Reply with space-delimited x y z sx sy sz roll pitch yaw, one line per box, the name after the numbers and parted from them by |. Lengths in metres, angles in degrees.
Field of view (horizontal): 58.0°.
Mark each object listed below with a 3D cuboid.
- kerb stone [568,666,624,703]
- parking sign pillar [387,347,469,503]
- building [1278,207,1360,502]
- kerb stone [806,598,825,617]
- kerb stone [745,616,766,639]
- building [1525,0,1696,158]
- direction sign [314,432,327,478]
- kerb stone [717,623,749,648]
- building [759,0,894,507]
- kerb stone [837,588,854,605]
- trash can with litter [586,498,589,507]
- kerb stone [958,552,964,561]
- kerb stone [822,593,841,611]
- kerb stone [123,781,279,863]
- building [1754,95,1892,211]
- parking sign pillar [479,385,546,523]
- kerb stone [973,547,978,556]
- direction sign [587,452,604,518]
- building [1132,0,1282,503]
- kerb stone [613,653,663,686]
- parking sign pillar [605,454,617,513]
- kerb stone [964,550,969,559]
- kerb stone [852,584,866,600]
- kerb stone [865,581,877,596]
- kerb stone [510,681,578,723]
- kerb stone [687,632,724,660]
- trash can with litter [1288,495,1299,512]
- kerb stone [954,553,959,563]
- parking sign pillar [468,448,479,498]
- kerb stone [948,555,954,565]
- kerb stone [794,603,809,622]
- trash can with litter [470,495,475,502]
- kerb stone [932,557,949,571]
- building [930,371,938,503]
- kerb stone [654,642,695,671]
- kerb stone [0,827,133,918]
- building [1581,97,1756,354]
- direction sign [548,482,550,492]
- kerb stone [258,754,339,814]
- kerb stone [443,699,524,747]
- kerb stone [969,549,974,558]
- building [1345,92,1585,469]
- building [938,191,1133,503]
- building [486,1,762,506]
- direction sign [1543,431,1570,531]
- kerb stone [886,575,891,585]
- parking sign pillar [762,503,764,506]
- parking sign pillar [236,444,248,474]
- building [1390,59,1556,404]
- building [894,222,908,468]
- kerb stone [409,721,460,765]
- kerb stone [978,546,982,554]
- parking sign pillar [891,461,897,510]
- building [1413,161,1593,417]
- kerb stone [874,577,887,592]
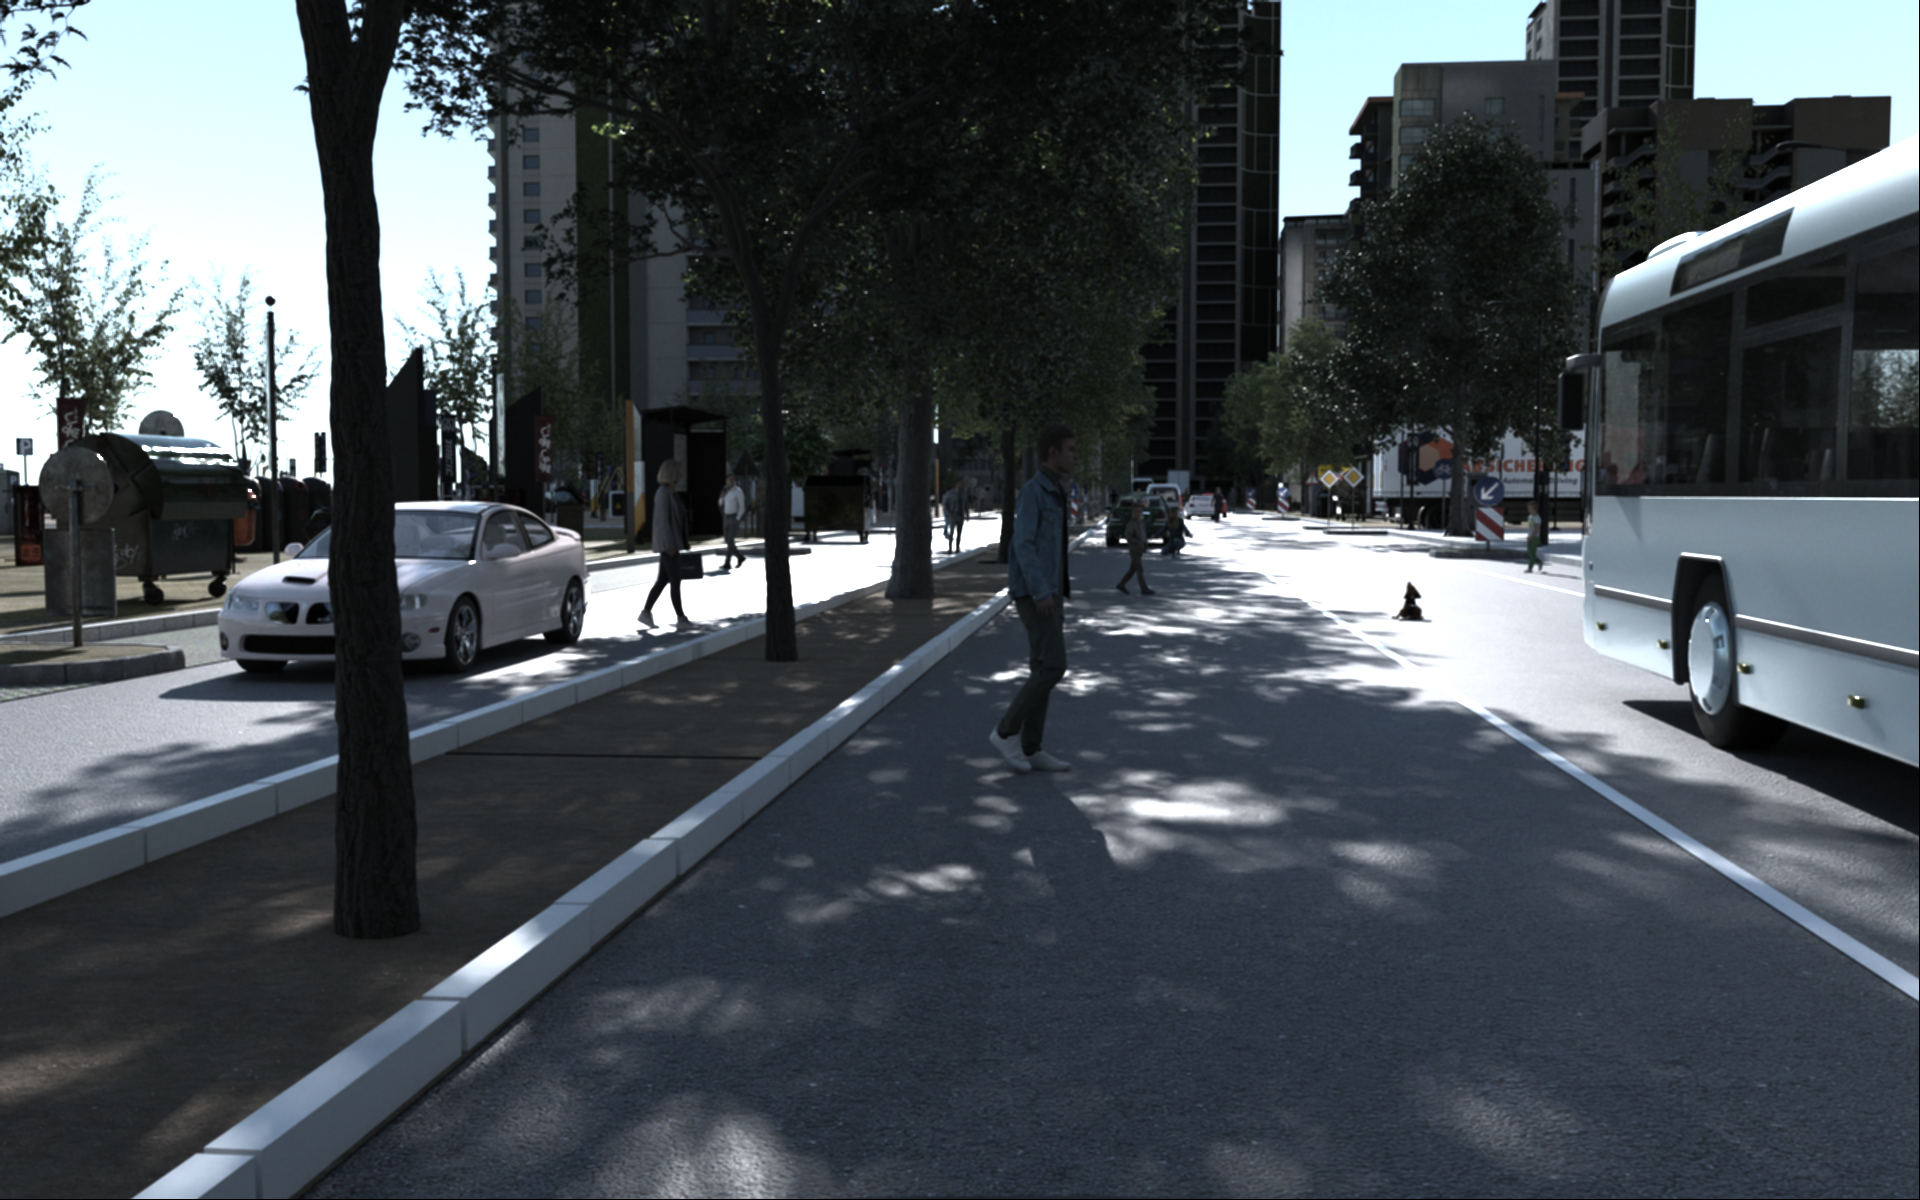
-2.607 0.608 12.276 0.120 0.150 1.000 0 4 6 | kerb stone
-10.331 -2.691 32.471 1.447 3.967 1.447 3 5 40 | parking sign pillar
52.728 -34.413 246.238 14.086 41.232 14.154 0 4 6 | building
-1.769 0.108 20.428 0.120 0.150 1.000 0 4 6 | kerb stone
-2.081 0.295 17.369 0.120 0.150 1.000 0 4 6 | kerb stone
91.893 -49.310 244.473 20.611 71.187 20.563 0 4 6 | building
-23.320 -4.356 63.216 0.876 3.537 0.379 3 5 44 | direction sign
-2.189 0.357 16.353 0.120 0.150 1.000 0 4 6 | kerb stone
-18.617 -37.911 161.844 21.231 58.520 28.212 0 4 6 | building
-1.555 -0.016 22.465 0.120 0.150 1.000 0 4 6 | kerb stone
-29.085 -7.511 134.184 0.624 1.170 1.055 1 4 13 | trash can with litter
-0.069 -0.889 36.737 0.120 0.150 1.000 0 4 6 | kerb stone
-1.656 0.046 21.448 0.120 0.150 1.000 0 4 6 | kerb stone
-3.143 0.920 7.181 0.120 0.150 1.000 0 4 6 | kerb stone
92.133 -33.159 192.256 14.200 45.320 14.600 0 4 6 | building
-11.012 -3.339 43.066 1.447 3.967 1.447 0 4 -4 | parking sign pillar
0.244 -1.076 39.787 0.120 0.150 1.000 0 4 6 | kerb stone
-19.523 -6.160 92.718 0.876 3.537 0.379 0 4 -5 | direction sign
35.433 -49.629 249.680 20.611 71.187 20.563 0 4 6 | building
-2.498 0.544 13.299 0.120 0.150 1.000 0 4 6 | kerb stone
-23.229 -7.789 115.824 1.447 3.967 1.447 -1 4 -18 | parking sign pillar
0.034 -0.952 37.754 0.120 0.150 1.000 0 4 6 | kerb stone
-1.446 -0.079 23.487 0.120 0.150 1.000 0 4 6 | kerb stone
-1.339 -0.138 24.508 0.120 0.150 1.000 0 4 6 | kerb stone
-2.720 0.670 11.248 0.120 0.150 1.000 0 4 6 | kerb stone
-2.288 0.420 15.336 0.120 0.150 1.000 0 4 6 | kerb stone
23.196 -6.836 122.824 1.678 1.210 2.233 1 4 22 | trash can with litter
-0.178 -0.825 35.721 0.120 0.150 1.000 0 4 6 | kerb stone
-27.394 -6.692 97.891 1.447 3.967 1.447 1 4 10 | parking sign pillar
-0.289 -0.765 34.705 0.120 0.150 1.000 0 4 6 | kerb stone
-1.870 0.171 19.407 0.120 0.150 1.000 0 4 6 | kerb stone
-24.294 -4.667 87.368 2.233 1.210 1.678 -1 4 -14 | trash can with litter
-0.386 -0.703 33.688 0.120 0.150 1.000 0 4 6 | kerb stone
-16.080 -41.036 260.173 27.495 52.752 28.713 0 4 6 | building
-2.397 0.485 14.320 0.120 0.150 1.000 0 4 6 | kerb stone
-3.246 0.981 6.164 0.120 0.150 1.000 0 4 6 | kerb stone
77.961 -33.220 193.253 14.200 45.320 14.600 0 4 6 | building
-35.247 -9.588 148.760 0.379 3.537 0.876 -2 4 -29 | direction sign
-3.039 0.856 8.199 0.120 0.150 1.000 0 4 6 | kerb stone
-2.825 0.732 10.232 0.120 0.150 1.000 0 4 6 | kerb stone
0.147 -1.011 38.770 0.120 0.150 1.000 0 4 6 | kerb stone
53.957 -32.639 188.279 22.147 44.769 28.867 0 4 6 | building
11.184 -43.479 252.881 28.212 58.520 21.231 0 4 6 | building
-39.476 -40.410 202.700 28.212 58.520 21.231 0 4 6 | building
20.961 -4.215 60.913 0.876 3.537 0.379 1 4 17 | direction sign
-1.127 -0.267 26.554 0.120 0.150 1.000 0 4 6 | kerb stone
-9.294 -5.972 86.121 1.447 3.967 1.447 -1 4 -9 | parking sign pillar
-38.383 -6.375 92.704 1.447 3.967 1.447 -2 4 -27 | parking sign pillar
48.515 -29.591 167.399 14.154 41.232 14.086 0 4 6 | building
-15.053 -46.531 199.038 20.611 71.187 20.563 0 4 6 | building
-2.929 0.797 9.215 0.120 0.150 1.000 0 4 6 | kerb stone
0.354 -1.138 40.807 0.120 0.150 1.000 0 4 6 | kerb stone
-5.206 -9.435 142.741 1.447 3.967 1.447 1 4 10 | parking sign pillar
46.995 -23.350 153.466 14.160 30.474 14.107 0 4 6 | building
-1.238 -0.204 25.524 0.120 0.150 1.000 0 4 6 | kerb stone
